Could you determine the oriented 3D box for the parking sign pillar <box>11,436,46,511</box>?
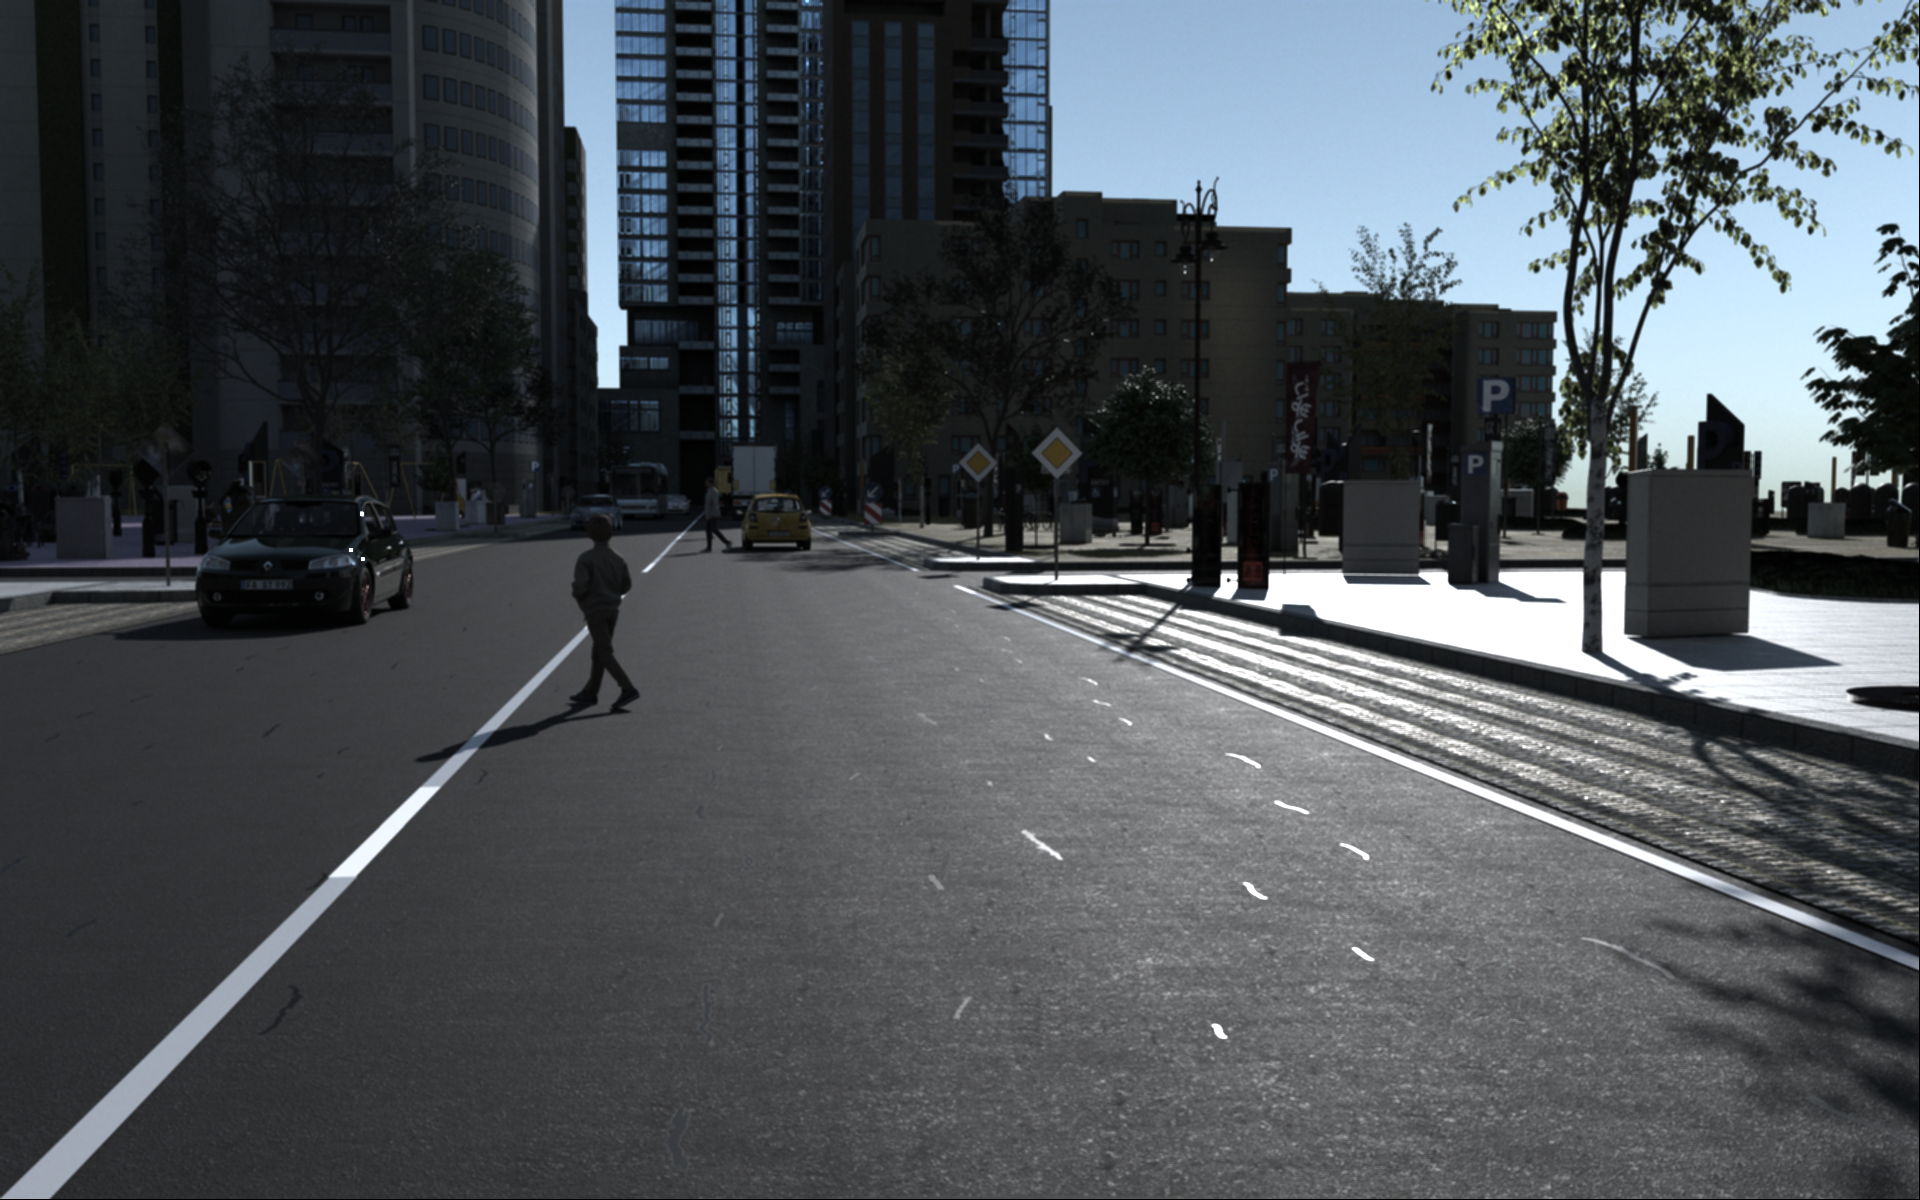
[{"bbox_3d":[-41.450,-5.420,77.083,1.447,3.967,1.447,0,4,2],"label":"parking sign pillar"}]

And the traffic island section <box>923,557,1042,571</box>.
[{"bbox_3d":[0.373,-0.704,33.788,2.009,0.180,2.903,0,4,-8],"label":"traffic island section"}]

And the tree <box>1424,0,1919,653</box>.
[{"bbox_3d":[5.373,-3.882,13.841,4.360,8.622,3.978,0,3,0],"label":"tree"}]

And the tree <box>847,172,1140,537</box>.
[{"bbox_3d":[0.843,-7.142,51.183,8.767,10.594,7.601,0,4,-4],"label":"tree"}]

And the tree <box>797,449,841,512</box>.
[{"bbox_3d":[-10.247,-8.721,126.303,4.285,4.588,4.351,0,3,0],"label":"tree"}]

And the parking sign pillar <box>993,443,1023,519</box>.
[{"bbox_3d":[2.543,-6.118,88.508,1.447,3.967,1.447,-1,4,-17],"label":"parking sign pillar"}]

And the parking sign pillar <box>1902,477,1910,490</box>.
[{"bbox_3d":[52.810,-6.575,95.974,1.447,3.967,1.447,0,4,-2],"label":"parking sign pillar"}]

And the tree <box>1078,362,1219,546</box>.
[{"bbox_3d":[4.724,-3.626,43.005,4.285,4.588,4.351,0,3,0],"label":"tree"}]

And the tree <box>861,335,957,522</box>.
[{"bbox_3d":[-2.559,-7.903,79.570,4.360,8.622,3.978,0,3,0],"label":"tree"}]

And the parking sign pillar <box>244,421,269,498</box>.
[{"bbox_3d":[-25.848,-4.597,63.627,1.447,3.967,1.447,0,4,-1],"label":"parking sign pillar"}]

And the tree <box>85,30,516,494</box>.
[{"bbox_3d":[-17.175,-8.297,46.020,12.009,13.543,11.850,0,3,0],"label":"tree"}]

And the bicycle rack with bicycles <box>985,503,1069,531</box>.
[{"bbox_3d":[2.118,-2.922,61.153,2.852,0.926,2.925,-1,4,-20],"label":"bicycle rack with bicycles"}]

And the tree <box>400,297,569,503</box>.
[{"bbox_3d":[-20.580,-8.634,75.573,7.601,10.594,8.767,0,4,-4],"label":"tree"}]

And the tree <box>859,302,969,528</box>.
[{"bbox_3d":[-1.677,-7.026,65.246,4.737,8.622,4.395,0,3,0],"label":"tree"}]

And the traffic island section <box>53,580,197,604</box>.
[{"bbox_3d":[-11.066,-0.115,24.168,2.009,0.180,2.903,0,4,-8],"label":"traffic island section"}]

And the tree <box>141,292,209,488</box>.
[{"bbox_3d":[-29.179,-6.840,62.192,4.737,8.622,4.395,0,3,0],"label":"tree"}]

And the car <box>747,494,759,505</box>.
[{"bbox_3d":[-8.802,-4.184,80.201,2.131,1.459,4.920,0,4,-7],"label":"car"}]

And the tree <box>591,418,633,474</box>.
[{"bbox_3d":[-32.832,-13.084,164.287,4.737,8.622,4.395,0,3,0],"label":"tree"}]

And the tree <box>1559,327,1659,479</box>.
[{"bbox_3d":[28.212,-7.682,75.962,4.737,8.622,4.395,0,3,0],"label":"tree"}]

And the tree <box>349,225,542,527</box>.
[{"bbox_3d":[-19.911,-8.651,67.194,9.928,11.665,9.643,0,3,0],"label":"tree"}]

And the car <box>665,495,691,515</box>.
[{"bbox_3d":[-19.791,-6.636,120.866,2.083,1.381,4.827,0,4,-8],"label":"car"}]

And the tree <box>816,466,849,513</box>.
[{"bbox_3d":[-8.537,-7.472,116.774,1.663,3.219,1.824,0,3,0],"label":"tree"}]

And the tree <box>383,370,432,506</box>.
[{"bbox_3d":[-32.309,-9.027,97.953,4.360,8.622,3.978,0,3,0],"label":"tree"}]

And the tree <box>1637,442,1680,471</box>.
[{"bbox_3d":[26.163,-4.296,64.843,1.663,3.219,1.824,0,3,0],"label":"tree"}]

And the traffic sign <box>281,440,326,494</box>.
[{"bbox_3d":[-12.130,-1.736,32.021,0.795,2.450,0.064,0,4,-8],"label":"traffic sign"}]

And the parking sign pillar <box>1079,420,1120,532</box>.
[{"bbox_3d":[4.683,-4.288,58.577,1.447,3.967,1.447,2,4,31],"label":"parking sign pillar"}]

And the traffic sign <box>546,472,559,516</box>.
[{"bbox_3d":[-23.677,-6.149,100.648,0.768,2.556,0.104,0,4,-7],"label":"traffic sign"}]

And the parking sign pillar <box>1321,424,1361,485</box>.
[{"bbox_3d":[14.815,-4.734,65.880,1.447,3.967,1.447,2,4,33],"label":"parking sign pillar"}]

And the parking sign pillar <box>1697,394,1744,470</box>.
[{"bbox_3d":[20.175,-3.518,45.987,1.447,3.967,1.447,-1,4,-16],"label":"parking sign pillar"}]

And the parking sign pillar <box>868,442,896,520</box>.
[{"bbox_3d":[-3.990,-6.079,87.856,1.447,3.967,1.447,-1,4,-21],"label":"parking sign pillar"}]

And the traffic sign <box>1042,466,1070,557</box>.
[{"bbox_3d":[1.960,-2.040,35.479,0.606,2.300,0.079,0,4,-4],"label":"traffic sign"}]

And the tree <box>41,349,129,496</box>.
[{"bbox_3d":[-43.548,-8.339,86.705,4.360,8.622,3.978,0,3,0],"label":"tree"}]

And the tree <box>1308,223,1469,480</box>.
[{"bbox_3d":[11.602,-5.870,46.339,4.737,8.622,4.395,0,3,0],"label":"tree"}]

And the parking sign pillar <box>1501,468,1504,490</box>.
[{"bbox_3d":[30.223,-6.723,98.386,1.447,3.967,1.447,2,4,35],"label":"parking sign pillar"}]

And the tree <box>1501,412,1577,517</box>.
[{"bbox_3d":[23.152,-5.268,69.840,4.285,4.588,4.351,0,3,0],"label":"tree"}]

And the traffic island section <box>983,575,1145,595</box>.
[{"bbox_3d":[1.459,-0.220,25.877,2.009,0.180,2.903,0,4,-8],"label":"traffic island section"}]

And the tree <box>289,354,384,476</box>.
[{"bbox_3d":[-33.215,-8.568,90.449,4.360,8.622,3.978,0,3,0],"label":"tree"}]

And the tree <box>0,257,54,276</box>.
[{"bbox_3d":[-28.840,-6.306,53.471,4.737,8.622,4.395,0,3,0],"label":"tree"}]

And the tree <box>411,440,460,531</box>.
[{"bbox_3d":[-18.342,-4.080,61.306,1.663,3.219,1.824,0,3,0],"label":"tree"}]

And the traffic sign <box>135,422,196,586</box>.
[{"bbox_3d":[-11.043,-1.252,24.110,0.795,2.450,0.064,0,4,-8],"label":"traffic sign"}]

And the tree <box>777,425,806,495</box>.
[{"bbox_3d":[-17.777,-14.340,184.828,4.737,8.622,4.395,0,3,0],"label":"tree"}]

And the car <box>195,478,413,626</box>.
[{"bbox_3d":[-7.552,-0.637,20.197,2.009,1.686,4.222,0,4,-8],"label":"car"}]

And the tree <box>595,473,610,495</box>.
[{"bbox_3d":[-32.004,-9.838,155.452,1.663,3.219,1.824,0,3,0],"label":"tree"}]

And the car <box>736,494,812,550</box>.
[{"bbox_3d":[-4.871,-2.165,45.618,2.015,1.641,3.980,-1,4,-9],"label":"car"}]

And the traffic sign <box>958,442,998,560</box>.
[{"bbox_3d":[0.351,-1.839,33.707,0.795,2.450,0.064,0,4,-8],"label":"traffic sign"}]

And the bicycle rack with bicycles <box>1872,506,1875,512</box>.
[{"bbox_3d":[50.327,-5.113,96.977,2.852,0.926,2.925,-1,4,-15],"label":"bicycle rack with bicycles"}]

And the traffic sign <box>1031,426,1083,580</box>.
[{"bbox_3d":[1.437,-1.355,25.796,0.795,2.450,0.064,0,4,-8],"label":"traffic sign"}]

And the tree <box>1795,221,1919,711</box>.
[{"bbox_3d":[6.024,-0.982,10.654,1.663,3.219,1.824,0,3,0],"label":"tree"}]

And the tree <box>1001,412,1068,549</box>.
[{"bbox_3d":[1.766,-2.848,41.168,1.663,3.219,1.824,0,3,0],"label":"tree"}]

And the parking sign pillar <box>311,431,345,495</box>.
[{"bbox_3d":[-27.024,-5.232,74.014,1.447,3.967,1.447,0,4,-3],"label":"parking sign pillar"}]

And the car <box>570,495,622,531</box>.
[{"bbox_3d":[-14.567,-3.517,69.507,2.014,1.417,4.499,0,4,-7],"label":"car"}]
